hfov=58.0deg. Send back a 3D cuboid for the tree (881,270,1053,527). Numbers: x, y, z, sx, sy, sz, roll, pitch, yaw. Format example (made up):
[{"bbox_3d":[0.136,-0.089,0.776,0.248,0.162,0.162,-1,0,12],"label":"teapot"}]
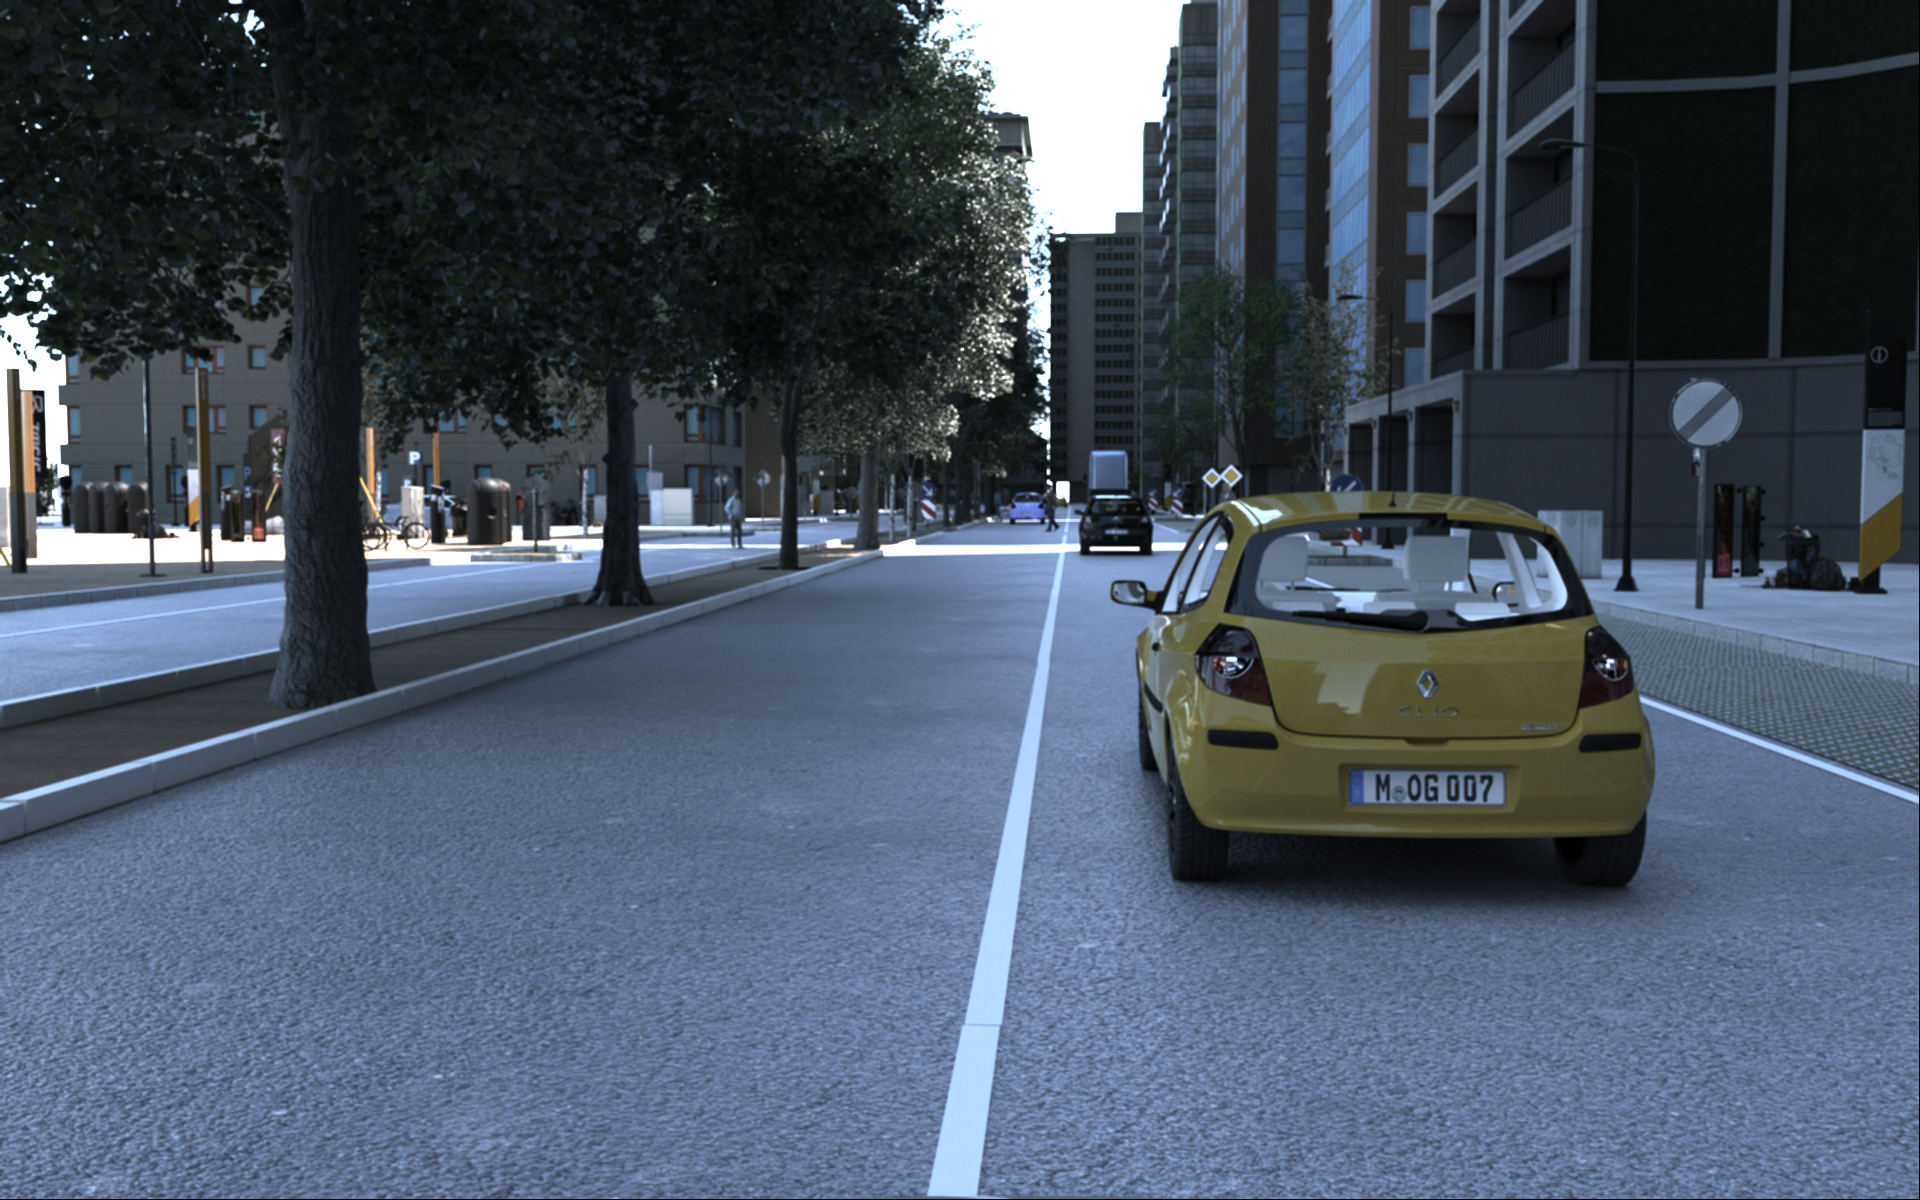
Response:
[{"bbox_3d":[-0.470,-8.078,68.945,8.767,10.594,7.601,0,4,4],"label":"tree"}]

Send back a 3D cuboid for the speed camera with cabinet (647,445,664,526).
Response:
[{"bbox_3d":[-12.212,-4.622,69.908,0.660,3.252,2.038,-1,4,-16],"label":"speed camera with cabinet"}]

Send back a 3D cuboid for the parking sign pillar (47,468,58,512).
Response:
[{"bbox_3d":[-66.190,-8.372,125.347,1.447,3.967,1.447,0,4,0],"label":"parking sign pillar"}]

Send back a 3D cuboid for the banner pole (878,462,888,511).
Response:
[{"bbox_3d":[-6.018,-8.811,134.071,0.863,3.779,0.401,0,4,1],"label":"banner pole"}]

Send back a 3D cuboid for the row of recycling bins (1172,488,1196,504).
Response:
[{"bbox_3d":[15.419,-6.832,118.815,1.069,1.692,3.534,0,4,-8],"label":"row of recycling bins"}]

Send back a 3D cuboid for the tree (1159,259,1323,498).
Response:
[{"bbox_3d":[12.518,-9.278,77.449,9.928,11.665,9.643,0,3,0],"label":"tree"}]

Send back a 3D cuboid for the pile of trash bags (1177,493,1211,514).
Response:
[{"bbox_3d":[15.026,-6.282,112.470,1.912,1.369,3.447,-1,4,-22],"label":"pile of trash bags"}]

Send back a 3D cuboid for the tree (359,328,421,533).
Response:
[{"bbox_3d":[-19.252,-6.540,57.285,4.360,8.622,3.978,0,3,0],"label":"tree"}]

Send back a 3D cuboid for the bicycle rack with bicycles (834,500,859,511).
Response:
[{"bbox_3d":[-8.217,-7.248,131.882,2.852,0.926,2.925,3,4,38],"label":"bicycle rack with bicycles"}]

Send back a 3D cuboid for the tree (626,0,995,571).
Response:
[{"bbox_3d":[-3.139,-6.365,32.277,9.928,11.665,9.643,0,3,0],"label":"tree"}]

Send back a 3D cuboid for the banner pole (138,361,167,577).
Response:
[{"bbox_3d":[-12.729,-2.271,27.153,0.401,3.779,0.863,-2,4,-29],"label":"banner pole"}]

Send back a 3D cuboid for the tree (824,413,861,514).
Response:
[{"bbox_3d":[-7.216,-9.900,112.227,4.737,8.622,4.395,0,3,0],"label":"tree"}]

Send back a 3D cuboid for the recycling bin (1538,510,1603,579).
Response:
[{"bbox_3d":[9.314,-0.851,26.467,0.722,1.027,0.722,-1,4,-10],"label":"recycling bin"}]

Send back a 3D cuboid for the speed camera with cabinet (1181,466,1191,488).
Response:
[{"bbox_3d":[16.063,-7.934,124.060,0.660,3.252,2.038,0,4,-3],"label":"speed camera with cabinet"}]

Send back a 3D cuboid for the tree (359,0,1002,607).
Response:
[{"bbox_3d":[-4.365,-6.279,22.120,9.611,12.733,9.660,0,3,0],"label":"tree"}]

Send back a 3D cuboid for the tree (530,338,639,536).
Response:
[{"bbox_3d":[-11.434,-6.247,52.508,4.360,8.622,3.978,0,3,0],"label":"tree"}]

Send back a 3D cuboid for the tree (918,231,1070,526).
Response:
[{"bbox_3d":[-0.088,-10.147,78.738,12.009,13.543,11.850,0,3,0],"label":"tree"}]

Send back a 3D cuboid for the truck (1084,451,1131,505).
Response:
[{"bbox_3d":[8.976,-6.880,102.244,2.967,4.110,18.799,0,4,3],"label":"truck"}]

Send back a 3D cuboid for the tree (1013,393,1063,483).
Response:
[{"bbox_3d":[2.354,-12.252,119.777,9.611,12.733,9.660,0,3,0],"label":"tree"}]

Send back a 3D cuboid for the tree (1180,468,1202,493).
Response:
[{"bbox_3d":[16.963,-8.101,127.047,1.663,3.219,1.824,0,3,0],"label":"tree"}]

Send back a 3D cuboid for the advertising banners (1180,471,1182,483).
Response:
[{"bbox_3d":[16.645,-8.144,129.350,0.090,3.025,2.074,1,4,21],"label":"advertising banners"}]

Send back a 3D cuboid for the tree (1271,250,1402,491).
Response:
[{"bbox_3d":[11.383,-6.293,53.256,4.360,8.622,3.978,0,3,0],"label":"tree"}]

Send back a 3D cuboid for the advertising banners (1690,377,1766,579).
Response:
[{"bbox_3d":[11.699,-1.851,26.447,2.074,3.025,0.090,-2,4,-35],"label":"advertising banners"}]

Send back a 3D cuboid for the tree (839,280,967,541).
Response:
[{"bbox_3d":[-1.666,-6.364,56.865,4.360,8.622,3.978,0,3,0],"label":"tree"}]

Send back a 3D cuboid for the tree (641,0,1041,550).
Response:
[{"bbox_3d":[-2.388,-8.263,44.220,9.857,13.997,8.962,0,3,0],"label":"tree"}]

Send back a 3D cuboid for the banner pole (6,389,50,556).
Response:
[{"bbox_3d":[-19.579,-2.832,36.324,0.863,3.779,0.401,-2,4,-31],"label":"banner pole"}]

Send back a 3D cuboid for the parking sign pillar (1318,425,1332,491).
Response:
[{"bbox_3d":[14.437,-4.899,68.567,1.447,3.967,1.447,1,4,17],"label":"parking sign pillar"}]

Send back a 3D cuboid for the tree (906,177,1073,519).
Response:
[{"bbox_3d":[-0.183,-14.836,100.913,12.611,20.169,13.585,0,3,0],"label":"tree"}]

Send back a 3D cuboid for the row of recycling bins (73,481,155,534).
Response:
[{"bbox_3d":[-27.809,-3.044,56.879,3.534,1.692,1.069,2,4,29],"label":"row of recycling bins"}]

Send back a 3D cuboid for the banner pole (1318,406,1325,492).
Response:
[{"bbox_3d":[10.268,-3.623,49.247,0.401,3.779,0.863,0,4,1],"label":"banner pole"}]

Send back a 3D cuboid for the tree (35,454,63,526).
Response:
[{"bbox_3d":[-37.811,-4.667,70.908,1.663,3.219,1.824,0,3,0],"label":"tree"}]

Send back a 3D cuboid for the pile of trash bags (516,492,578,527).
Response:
[{"bbox_3d":[-16.745,-3.658,69.566,3.447,1.369,1.912,3,5,41],"label":"pile of trash bags"}]

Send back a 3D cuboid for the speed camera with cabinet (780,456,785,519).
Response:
[{"bbox_3d":[-8.867,-5.751,88.364,0.660,3.252,2.038,0,4,-5],"label":"speed camera with cabinet"}]

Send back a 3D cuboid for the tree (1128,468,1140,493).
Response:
[{"bbox_3d":[22.342,-14.343,218.216,4.285,4.588,4.351,0,3,0],"label":"tree"}]

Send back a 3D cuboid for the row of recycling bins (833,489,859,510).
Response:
[{"bbox_3d":[-8.997,-8.131,140.048,3.534,1.692,1.069,3,5,41],"label":"row of recycling bins"}]

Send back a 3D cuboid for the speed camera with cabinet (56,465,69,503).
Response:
[{"bbox_3d":[-45.939,-5.865,90.230,0.660,3.252,2.038,3,4,38],"label":"speed camera with cabinet"}]

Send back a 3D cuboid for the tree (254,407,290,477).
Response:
[{"bbox_3d":[-12.435,-2.375,33.432,1.663,3.219,1.824,0,3,0],"label":"tree"}]

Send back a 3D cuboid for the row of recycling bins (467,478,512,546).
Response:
[{"bbox_3d":[-12.174,-2.300,44.723,1.069,1.692,3.534,-1,4,-10],"label":"row of recycling bins"}]

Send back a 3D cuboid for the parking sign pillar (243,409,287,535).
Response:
[{"bbox_3d":[-21.748,-4.024,54.257,1.447,3.967,1.447,2,4,33],"label":"parking sign pillar"}]

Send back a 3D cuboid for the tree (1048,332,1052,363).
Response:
[{"bbox_3d":[0.284,-11.047,89.735,9.857,13.997,8.962,0,3,0],"label":"tree"}]

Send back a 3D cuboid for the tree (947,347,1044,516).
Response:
[{"bbox_3d":[1.681,-11.657,111.175,7.486,12.596,7.792,0,3,0],"label":"tree"}]

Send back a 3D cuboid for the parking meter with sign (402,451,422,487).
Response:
[{"bbox_3d":[-22.194,-4.499,69.816,0.543,3.016,1.738,0,4,0],"label":"parking meter with sign"}]

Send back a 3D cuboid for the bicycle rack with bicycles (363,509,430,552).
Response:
[{"bbox_3d":[-13.804,-1.585,39.301,2.925,0.926,2.852,0,4,-2],"label":"bicycle rack with bicycles"}]

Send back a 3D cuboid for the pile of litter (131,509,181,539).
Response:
[{"bbox_3d":[-23.329,-2.210,50.095,1.719,0.858,1.176,2,4,30],"label":"pile of litter"}]

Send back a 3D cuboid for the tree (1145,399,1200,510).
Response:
[{"bbox_3d":[16.570,-11.314,135.346,4.737,8.622,4.395,0,3,0],"label":"tree"}]

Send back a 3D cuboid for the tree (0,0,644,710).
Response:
[{"bbox_3d":[-4.337,-6.259,11.454,9.857,13.997,8.962,0,3,0],"label":"tree"}]

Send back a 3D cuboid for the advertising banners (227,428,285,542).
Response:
[{"bbox_3d":[-18.699,-3.051,46.074,2.074,3.025,0.090,2,4,23],"label":"advertising banners"}]

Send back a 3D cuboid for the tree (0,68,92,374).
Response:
[{"bbox_3d":[-12.948,-4.366,21.743,4.737,8.622,4.395,0,3,0],"label":"tree"}]

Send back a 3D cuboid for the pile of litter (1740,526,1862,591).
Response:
[{"bbox_3d":[11.515,-0.584,23.506,1.176,0.858,1.719,-1,4,-22],"label":"pile of litter"}]

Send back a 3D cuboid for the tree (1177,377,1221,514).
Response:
[{"bbox_3d":[15.613,-9.679,108.609,4.360,8.622,3.978,0,3,0],"label":"tree"}]

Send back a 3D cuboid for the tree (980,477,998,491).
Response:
[{"bbox_3d":[2.599,-10.732,128.284,4.360,8.622,3.978,0,3,0],"label":"tree"}]
